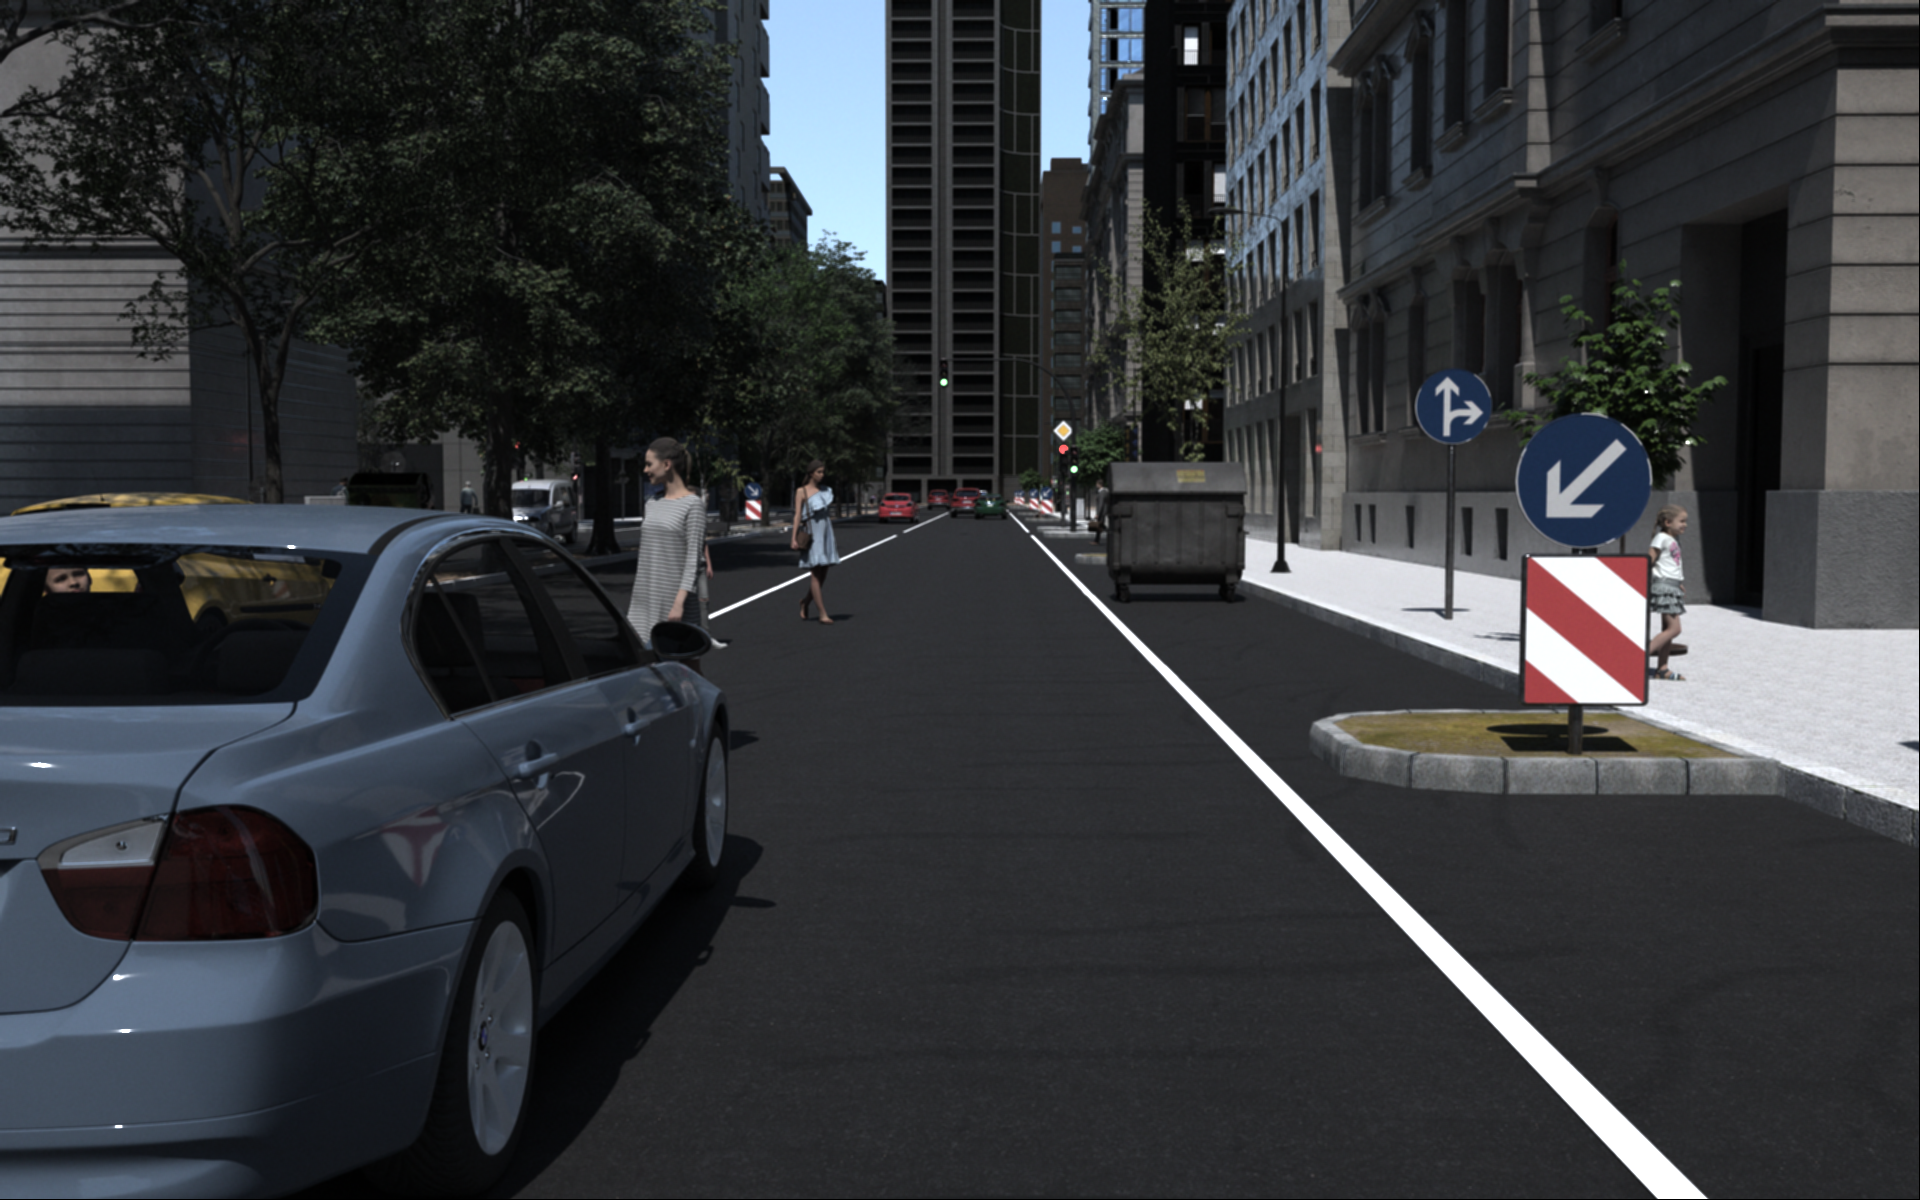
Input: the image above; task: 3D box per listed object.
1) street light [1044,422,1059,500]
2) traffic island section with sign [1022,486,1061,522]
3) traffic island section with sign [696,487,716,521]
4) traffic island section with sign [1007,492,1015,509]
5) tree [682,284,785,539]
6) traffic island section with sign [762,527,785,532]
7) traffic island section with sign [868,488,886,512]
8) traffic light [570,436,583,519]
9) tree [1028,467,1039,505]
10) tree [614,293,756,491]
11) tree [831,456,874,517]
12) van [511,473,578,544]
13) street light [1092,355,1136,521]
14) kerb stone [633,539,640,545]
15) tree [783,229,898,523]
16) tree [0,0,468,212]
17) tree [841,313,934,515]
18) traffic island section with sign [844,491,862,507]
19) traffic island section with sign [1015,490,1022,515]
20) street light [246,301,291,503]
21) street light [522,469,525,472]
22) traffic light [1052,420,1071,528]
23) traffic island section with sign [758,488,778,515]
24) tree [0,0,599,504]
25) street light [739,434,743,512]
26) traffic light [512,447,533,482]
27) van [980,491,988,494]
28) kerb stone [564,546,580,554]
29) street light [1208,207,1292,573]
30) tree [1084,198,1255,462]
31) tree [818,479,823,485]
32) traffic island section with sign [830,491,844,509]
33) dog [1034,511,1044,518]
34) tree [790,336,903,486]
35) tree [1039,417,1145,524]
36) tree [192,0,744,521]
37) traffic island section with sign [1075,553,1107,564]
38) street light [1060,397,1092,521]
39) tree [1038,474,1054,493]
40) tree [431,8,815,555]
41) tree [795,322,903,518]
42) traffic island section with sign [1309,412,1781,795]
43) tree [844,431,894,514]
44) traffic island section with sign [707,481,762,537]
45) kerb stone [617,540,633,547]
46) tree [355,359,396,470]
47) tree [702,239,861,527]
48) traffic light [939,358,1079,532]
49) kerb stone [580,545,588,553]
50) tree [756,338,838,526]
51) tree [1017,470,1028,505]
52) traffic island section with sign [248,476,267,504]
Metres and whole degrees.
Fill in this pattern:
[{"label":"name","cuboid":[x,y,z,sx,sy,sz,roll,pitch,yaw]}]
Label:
[{"label":"street light","cuboid":[6.133,-8.534,112.075,1.470,5.913,1.316,0,4,1]},{"label":"traffic island section with sign","cuboid":[4.414,-5.025,90.786,1.989,1.847,2.006,0,4,1]},{"label":"traffic island section with sign","cuboid":[-13.996,-5.072,91.560,1.989,1.847,2.006,0,4,1]},{"label":"traffic island section with sign","cuboid":[5.806,-9.743,167.930,1.989,1.847,2.006,0,4,1]},{"label":"tree","cuboid":[-8.090,-6.225,54.601,4.737,8.622,4.395,0,3,0]},{"label":"traffic island section with sign","cuboid":[-7.790,-3.543,66.063,2.006,1.907,1.989,0,4,1]},{"label":"traffic island section with sign","cuboid":[-6.447,-8.138,141.190,2.006,1.907,1.989,0,4,1]},{"label":"traffic light","cuboid":[-12.643,-5.610,66.395,4.771,5.953,1.251,0,4,1]},{"label":"tree","cuboid":[6.398,-6.331,87.219,4.285,4.588,4.351,0,3,0]},{"label":"tree","cuboid":[-8.045,-5.823,48.020,4.360,8.622,3.978,0,3,0]},{"label":"tree","cuboid":[-6.973,-9.473,107.697,4.737,8.622,4.395,0,3,0]},{"label":"van","cuboid":[-11.964,-2.543,48.593,2.013,2.044,4.112,0,4,2]},{"label":"street light","cuboid":[5.293,-5.226,57.993,1.470,5.913,1.316,0,4,1]},{"label":"kerb stone","cuboid":[-9.178,-1.606,48.452,0.120,0.150,1.000,0,4,1]},{"label":"tree","cuboid":[-7.390,-10.700,84.061,9.857,13.997,8.962,0,3,0]},{"label":"tree","cuboid":[-8.591,-6.022,11.282,12.009,13.543,11.850,0,3,0]},{"label":"tree","cuboid":[-6.763,-12.427,116.003,12.009,13.543,11.850,0,3,0]},{"label":"traffic island section with sign","cuboid":[-12.112,-11.450,195.835,1.989,1.847,2.006,0,4,1]},{"label":"traffic island section with sign","cuboid":[4.904,-6.681,117.861,1.989,1.847,2.006,0,4,1]},{"label":"street light","cuboid":[-16.623,-4.237,41.819,1.470,5.913,1.316,0,4,1]},{"label":"street light","cuboid":[-16.192,-5.736,66.320,1.470,5.913,1.316,0,4,1]},{"label":"traffic light","cuboid":[3.922,-4.719,66.079,0.839,4.253,0.868,0,4,1]},{"label":"traffic island section with sign","cuboid":[-13.510,-6.721,118.511,1.989,1.847,2.006,0,4,1]},{"label":"tree","cuboid":[-8.578,-5.202,21.928,8.767,10.594,7.601,0,4,1]},{"label":"street light","cuboid":[-15.217,-9.288,124.397,1.470,5.913,1.316,0,4,1]},{"label":"traffic light","cuboid":[-14.880,-4.250,58.414,0.839,4.253,0.868,0,4,1]},{"label":"van","cuboid":[2.695,-12.530,211.883,2.013,2.044,4.112,0,4,2]},{"label":"kerb stone","cuboid":[-9.304,-1.168,41.287,0.120,0.150,1.000,0,4,1]},{"label":"street light","cuboid":[4.713,-3.404,28.204,1.470,5.913,1.316,0,4,1]},{"label":"tree","cuboid":[5.354,-5.623,42.300,4.737,8.622,4.395,0,3,0]},{"label":"tree","cuboid":[-15.771,-12.134,192.987,1.663,3.219,1.824,0,3,0]},{"label":"traffic island section with sign","cuboid":[-12.618,-9.764,168.270,1.989,1.847,2.006,0,4,1]},{"label":"dog","cuboid":[4.785,-5.241,105.891,0.550,0.427,0.748,-1,4,-15]},{"label":"tree","cuboid":[-7.202,-9.588,93.625,8.767,10.594,7.601,0,4,1]},{"label":"tree","cuboid":[6.157,-5.485,73.390,4.285,4.588,4.351,0,3,0]},{"label":"tree","cuboid":[-8.279,-7.432,30.632,9.857,13.997,8.962,0,3,0]},{"label":"traffic island section with sign","cuboid":[3.421,-1.684,36.163,1.989,1.847,2.006,0,4,1]},{"label":"street light","cuboid":[5.651,-6.758,83.037,1.470,5.913,1.316,0,4,1]},{"label":"tree","cuboid":[8.490,-10.709,169.701,1.663,3.219,1.824,0,3,0]},{"label":"tree","cuboid":[-8.447,-7.423,40.829,9.611,12.733,9.660,0,3,0]},{"label":"tree","cuboid":[-7.204,-11.047,101.195,7.486,12.596,7.792,0,3,0]},{"label":"traffic island section with sign","cuboid":[2.943,-0.036,9.212,1.989,1.847,2.006,0,4,1]},{"label":"tree","cuboid":[-6.752,-10.496,124.422,4.360,8.622,3.978,0,3,0]},{"label":"traffic island section with sign","cuboid":[-7.933,-3.090,58.658,2.006,1.907,1.989,0,4,1]},{"label":"kerb stone","cuboid":[-9.198,-1.543,47.426,0.120,0.150,1.000,0,4,1]},{"label":"tree","cuboid":[-27.844,-7.932,80.046,4.360,8.622,3.978,0,3,0]},{"label":"tree","cuboid":[-7.792,-8.654,69.712,9.928,11.665,9.643,0,3,0]},{"label":"traffic light","cuboid":[1.685,-5.096,57.991,4.771,5.953,1.251,0,4,1]},{"label":"kerb stone","cuboid":[-9.280,-1.230,42.312,0.120,0.150,1.000,0,4,1]},{"label":"tree","cuboid":[-7.453,-7.597,77.029,4.360,8.622,3.978,0,3,0]},{"label":"tree","cuboid":[8.480,-13.756,208.625,4.285,4.588,4.351,0,3,0]},{"label":"traffic island section with sign","cuboid":[-14.990,-1.722,36.781,1.989,1.847,2.006,0,4,1]}]
